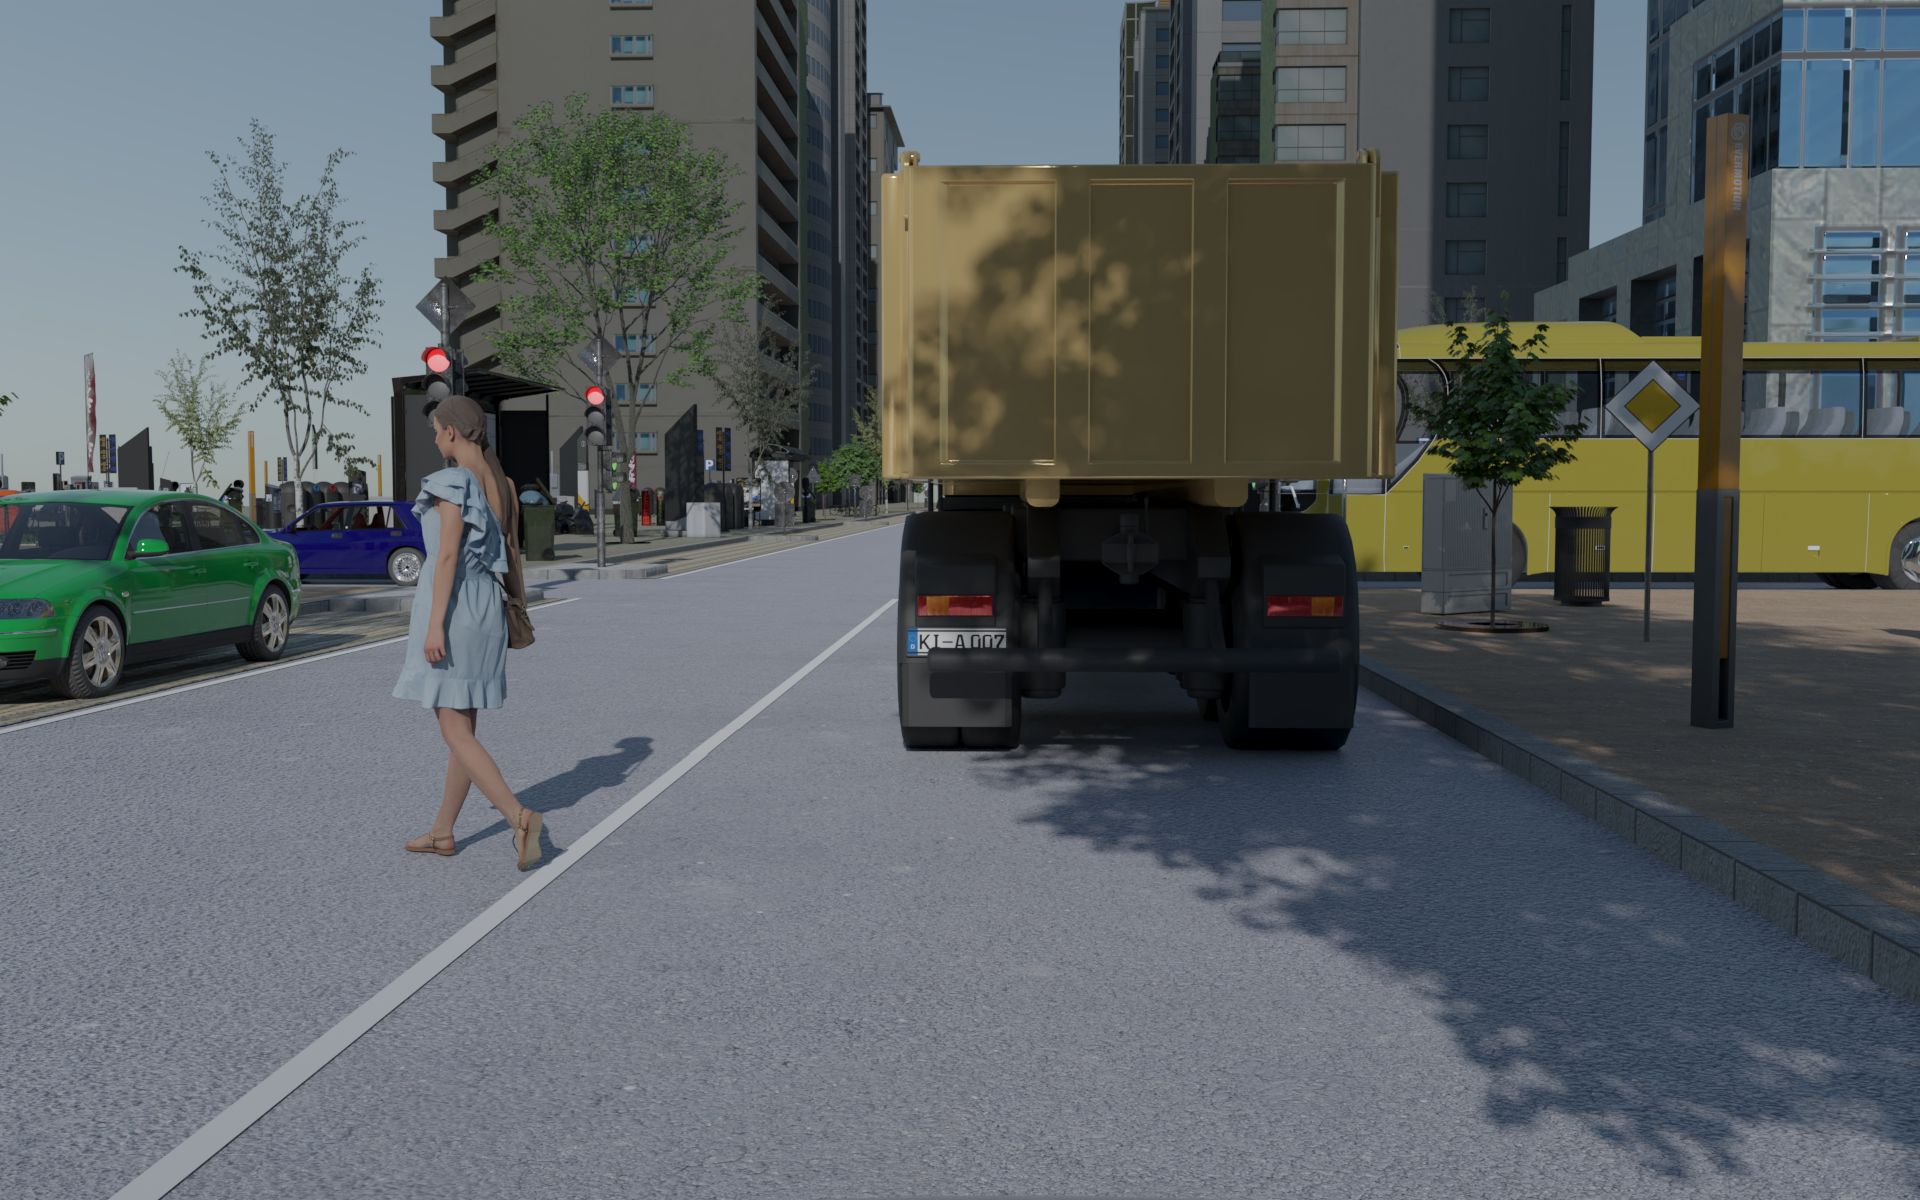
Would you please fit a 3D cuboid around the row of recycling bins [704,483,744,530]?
[{"bbox_3d":[-8.646,-3.444,63.428,1.069,1.692,3.534,1,4,8],"label":"row of recycling bins"}]

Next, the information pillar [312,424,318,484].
[{"bbox_3d":[-21.587,-4.076,57.995,0.183,3.616,0.504,-2,4,-31],"label":"information pillar"}]

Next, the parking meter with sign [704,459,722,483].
[{"bbox_3d":[-12.375,-5.598,87.784,0.543,3.016,1.738,1,4,13],"label":"parking meter with sign"}]

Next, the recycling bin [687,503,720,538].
[{"bbox_3d":[-7.489,-2.326,50.582,0.722,1.027,0.722,2,4,35],"label":"recycling bin"}]

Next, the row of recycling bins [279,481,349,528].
[{"bbox_3d":[-20.702,-2.972,55.697,1.069,1.692,3.534,1,4,13],"label":"row of recycling bins"}]

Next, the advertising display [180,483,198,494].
[{"bbox_3d":[-45.363,-5.914,101.901,0.974,1.923,0.123,-1,4,-13],"label":"advertising display"}]

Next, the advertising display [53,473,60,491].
[{"bbox_3d":[-27.910,-2.956,53.541,0.123,1.923,0.974,-1,4,-23],"label":"advertising display"}]

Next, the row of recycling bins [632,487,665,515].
[{"bbox_3d":[-18.647,-6.006,105.305,3.534,1.692,1.069,1,4,19],"label":"row of recycling bins"}]

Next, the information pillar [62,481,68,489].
[{"bbox_3d":[-48.636,-5.477,94.048,0.304,2.012,0.304,1,4,23],"label":"information pillar"}]

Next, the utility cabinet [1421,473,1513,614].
[{"bbox_3d":[5.476,-0.610,18.646,1.173,1.500,0.318,-3,4,-37],"label":"utility cabinet"}]

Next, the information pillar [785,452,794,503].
[{"bbox_3d":[-9.476,-6.408,96.126,0.504,3.616,0.183,0,4,7],"label":"information pillar"}]

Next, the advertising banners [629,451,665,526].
[{"bbox_3d":[-12.669,-4.515,70.002,2.074,3.025,0.090,2,4,29],"label":"advertising banners"}]

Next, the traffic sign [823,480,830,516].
[{"bbox_3d":[-7.925,-6.132,100.372,0.768,2.556,0.104,1,4,8],"label":"traffic sign"}]

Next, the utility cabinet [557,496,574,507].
[{"bbox_3d":[-13.078,-2.833,57.483,0.306,1.237,1.020,-2,4,-30],"label":"utility cabinet"}]

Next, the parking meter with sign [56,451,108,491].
[{"bbox_3d":[-36.040,-4.574,71.047,1.738,3.016,0.543,0,4,-1],"label":"parking meter with sign"}]

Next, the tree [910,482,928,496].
[{"bbox_3d":[-3.663,-9.892,156.337,1.663,3.219,1.824,0,3,0],"label":"tree"}]

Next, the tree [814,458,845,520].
[{"bbox_3d":[-6.696,-5.527,84.974,1.663,3.219,1.824,0,3,0],"label":"tree"}]

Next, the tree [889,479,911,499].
[{"bbox_3d":[-4.618,-12.326,151.887,4.360,8.622,3.978,0,3,0],"label":"tree"}]

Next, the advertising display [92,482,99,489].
[{"bbox_3d":[-45.991,-5.311,92.042,0.123,1.923,0.974,0,4,-6],"label":"advertising display"}]

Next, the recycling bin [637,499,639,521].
[{"bbox_3d":[-15.760,-4.270,82.366,0.722,1.027,0.722,-3,4,-38],"label":"recycling bin"}]

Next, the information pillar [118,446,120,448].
[{"bbox_3d":[-40.519,-5.664,83.958,0.504,3.616,0.183,0,4,-3],"label":"information pillar"}]

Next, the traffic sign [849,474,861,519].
[{"bbox_3d":[-5.486,-5.405,90.494,0.606,2.300,0.079,1,4,9],"label":"traffic sign"}]

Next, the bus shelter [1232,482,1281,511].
[{"bbox_3d":[6.557,-2.801,37.083,1.731,3.624,6.357,0,4,2],"label":"bus shelter"}]

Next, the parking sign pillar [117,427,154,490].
[{"bbox_3d":[-33.234,-4.978,69.856,1.447,3.967,1.447,0,4,5],"label":"parking sign pillar"}]

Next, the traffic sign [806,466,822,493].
[{"bbox_3d":[-6.800,-4.902,80.147,0.884,2.594,0.081,1,4,11],"label":"traffic sign"}]

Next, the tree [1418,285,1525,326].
[{"bbox_3d":[17.212,-6.754,60.788,4.360,8.622,3.978,0,3,0],"label":"tree"}]

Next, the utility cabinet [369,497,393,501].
[{"bbox_3d":[-14.776,-2.045,44.594,1.020,1.237,0.306,2,4,34],"label":"utility cabinet"}]

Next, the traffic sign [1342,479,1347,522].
[{"bbox_3d":[5.038,-1.258,22.706,0.606,2.300,0.079,1,4,12],"label":"traffic sign"}]

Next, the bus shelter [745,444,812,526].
[{"bbox_3d":[-7.519,-4.790,72.237,2.014,3.302,5.546,0,4,2],"label":"bus shelter"}]

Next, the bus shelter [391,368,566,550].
[{"bbox_3d":[-9.741,-2.708,35.553,1.731,3.624,6.357,0,4,2],"label":"bus shelter"}]

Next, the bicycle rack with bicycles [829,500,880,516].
[{"bbox_3d":[-6.627,-5.525,103.719,2.925,0.926,2.852,2,4,29],"label":"bicycle rack with bicycles"}]

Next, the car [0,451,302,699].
[{"bbox_3d":[-6.800,-0.287,13.486,1.959,1.807,4.718,0,4,2],"label":"car"}]

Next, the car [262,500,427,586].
[{"bbox_3d":[-9.833,-0.926,27.727,3.894,1.354,1.945,0,4,3],"label":"car"}]

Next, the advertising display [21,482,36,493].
[{"bbox_3d":[-48.547,-5.203,90.286,0.123,1.923,0.974,0,4,7],"label":"advertising display"}]

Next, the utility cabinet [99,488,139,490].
[{"bbox_3d":[-28.639,-3.081,59.045,1.173,1.500,0.318,-1,4,-14],"label":"utility cabinet"}]

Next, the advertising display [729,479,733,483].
[{"bbox_3d":[-9.577,-4.126,72.676,0.123,1.923,0.974,-1,4,-14],"label":"advertising display"}]

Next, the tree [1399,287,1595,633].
[{"bbox_3d":[5.056,-1.323,16.231,1.663,3.219,1.824,0,3,0],"label":"tree"}]

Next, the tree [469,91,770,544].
[{"bbox_3d":[-8.636,-7.265,44.542,9.928,11.665,9.643,0,3,0],"label":"tree"}]

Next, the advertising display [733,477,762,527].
[{"bbox_3d":[-8.201,-3.795,67.264,0.974,1.923,0.123,0,4,2],"label":"advertising display"}]

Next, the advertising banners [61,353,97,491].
[{"bbox_3d":[-11.338,-1.597,22.302,0.090,3.025,2.074,-3,4,-37],"label":"advertising banners"}]

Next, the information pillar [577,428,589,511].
[{"bbox_3d":[-13.419,-4.303,61.713,0.504,3.616,0.183,3,4,38],"label":"information pillar"}]

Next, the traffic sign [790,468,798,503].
[{"bbox_3d":[-8.204,-5.110,83.647,0.768,2.556,0.104,0,4,8],"label":"traffic sign"}]

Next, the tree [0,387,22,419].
[{"bbox_3d":[-9.243,-1.232,14.745,1.663,3.219,1.824,0,3,0],"label":"tree"}]

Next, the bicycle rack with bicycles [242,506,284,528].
[{"bbox_3d":[-21.351,-2.334,51.538,2.852,0.926,2.925,-2,4,-31],"label":"bicycle rack with bicycles"}]

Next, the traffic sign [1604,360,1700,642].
[{"bbox_3d":[5.959,-0.843,14.972,0.795,2.450,0.064,1,4,10],"label":"traffic sign"}]

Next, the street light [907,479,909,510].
[{"bbox_3d":[-4.103,-9.994,136.194,0.468,5.910,1.993,0,4,2],"label":"street light"}]

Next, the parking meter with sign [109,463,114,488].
[{"bbox_3d":[-47.927,-6.197,97.578,0.543,3.016,1.738,-1,4,-18],"label":"parking meter with sign"}]

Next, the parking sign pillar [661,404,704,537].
[{"bbox_3d":[-8.342,-3.912,52.426,1.447,3.967,1.447,3,4,38],"label":"parking sign pillar"}]

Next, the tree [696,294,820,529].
[{"bbox_3d":[-7.396,-6.885,62.925,4.360,8.622,3.978,0,3,0],"label":"tree"}]

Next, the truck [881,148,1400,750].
[{"bbox_3d":[1.021,-1.065,13.345,3.469,3.379,9.791,0,4,2],"label":"truck"}]

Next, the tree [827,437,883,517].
[{"bbox_3d":[-5.934,-6.900,96.522,4.285,4.588,4.351,0,3,0],"label":"tree"}]

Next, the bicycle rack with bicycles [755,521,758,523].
[{"bbox_3d":[-10.127,-3.812,75.708,2.925,0.926,2.852,-2,4,-28],"label":"bicycle rack with bicycles"}]

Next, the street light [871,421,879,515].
[{"bbox_3d":[-5.192,-8.216,107.118,0.468,5.910,1.993,0,4,2],"label":"street light"}]

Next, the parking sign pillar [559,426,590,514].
[{"bbox_3d":[-15.410,-4.938,69.212,1.447,3.967,1.447,3,4,37],"label":"parking sign pillar"}]
